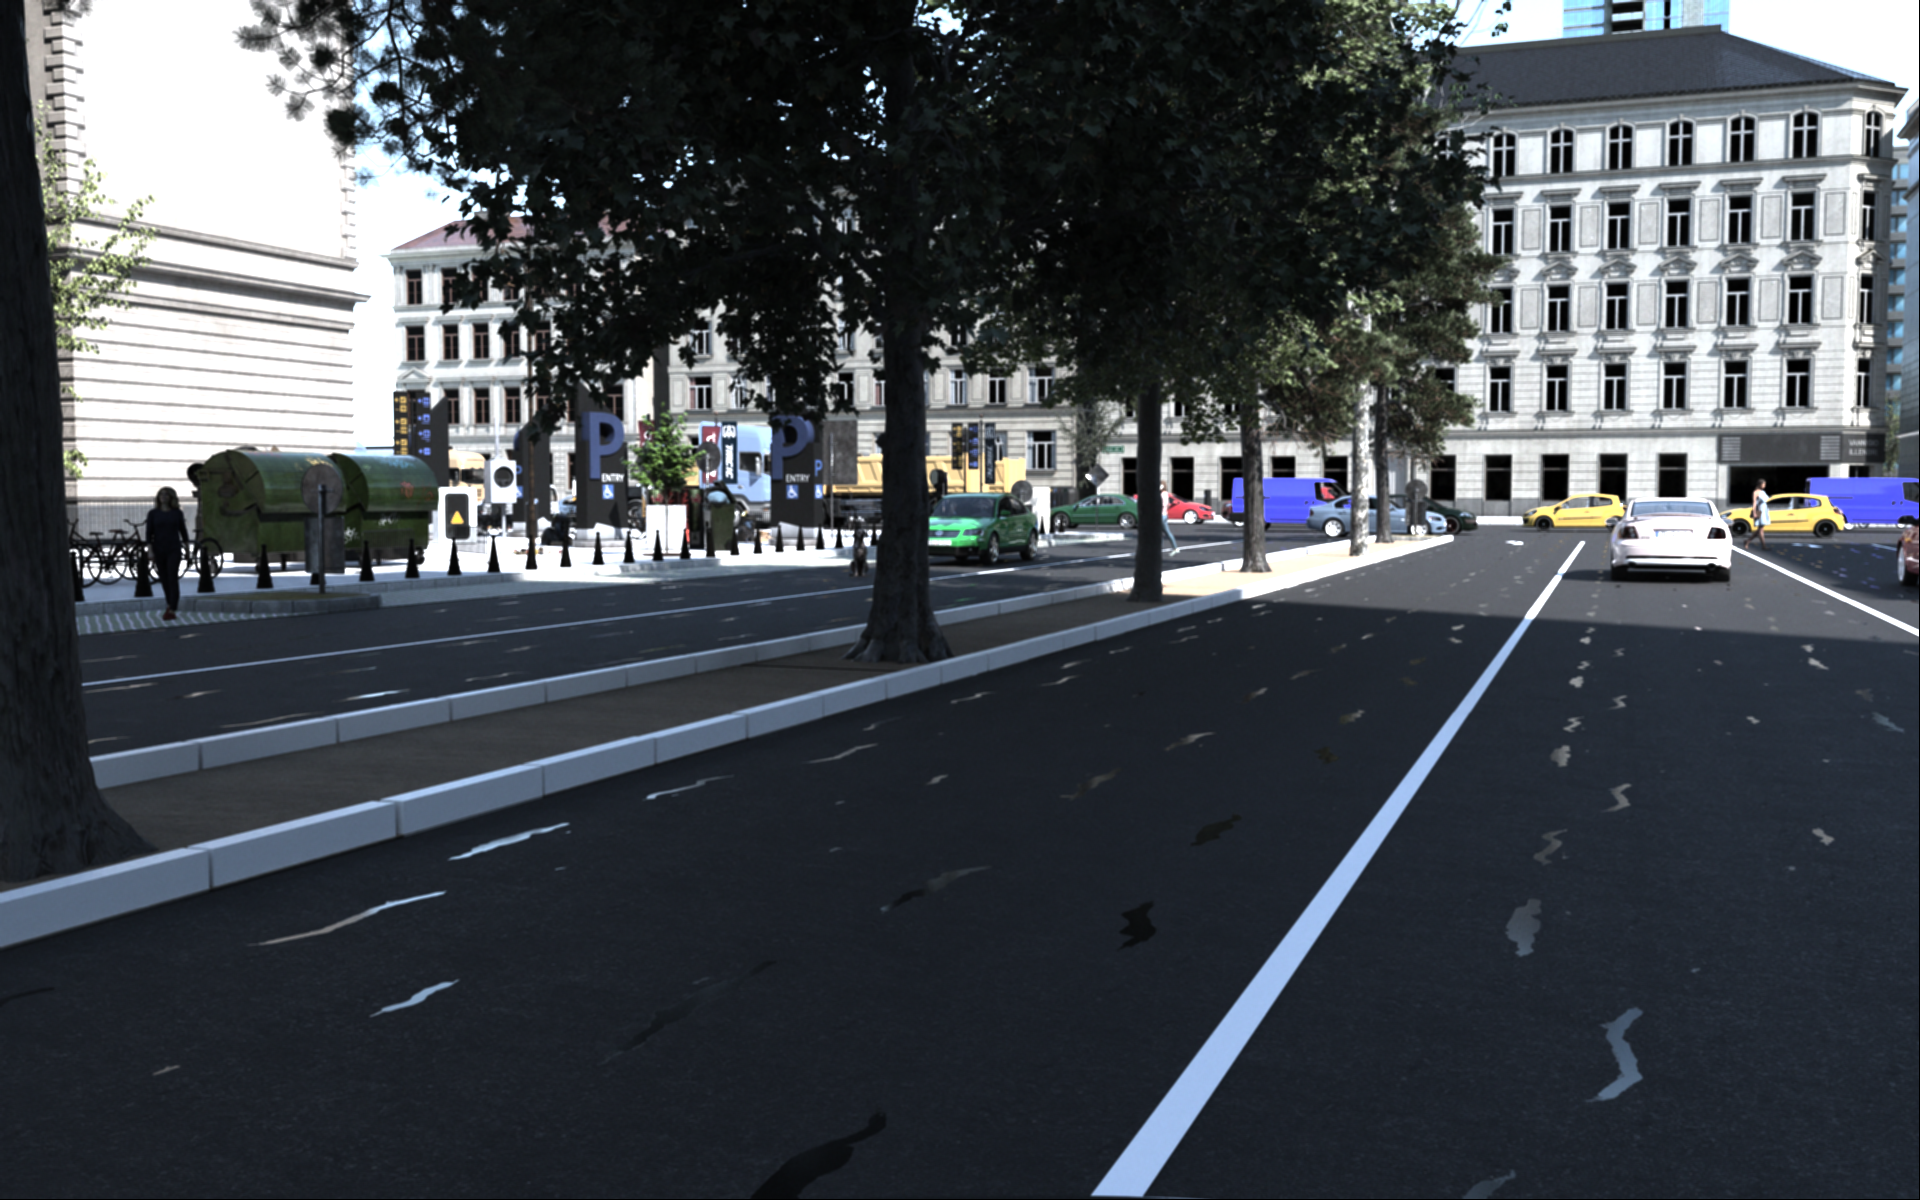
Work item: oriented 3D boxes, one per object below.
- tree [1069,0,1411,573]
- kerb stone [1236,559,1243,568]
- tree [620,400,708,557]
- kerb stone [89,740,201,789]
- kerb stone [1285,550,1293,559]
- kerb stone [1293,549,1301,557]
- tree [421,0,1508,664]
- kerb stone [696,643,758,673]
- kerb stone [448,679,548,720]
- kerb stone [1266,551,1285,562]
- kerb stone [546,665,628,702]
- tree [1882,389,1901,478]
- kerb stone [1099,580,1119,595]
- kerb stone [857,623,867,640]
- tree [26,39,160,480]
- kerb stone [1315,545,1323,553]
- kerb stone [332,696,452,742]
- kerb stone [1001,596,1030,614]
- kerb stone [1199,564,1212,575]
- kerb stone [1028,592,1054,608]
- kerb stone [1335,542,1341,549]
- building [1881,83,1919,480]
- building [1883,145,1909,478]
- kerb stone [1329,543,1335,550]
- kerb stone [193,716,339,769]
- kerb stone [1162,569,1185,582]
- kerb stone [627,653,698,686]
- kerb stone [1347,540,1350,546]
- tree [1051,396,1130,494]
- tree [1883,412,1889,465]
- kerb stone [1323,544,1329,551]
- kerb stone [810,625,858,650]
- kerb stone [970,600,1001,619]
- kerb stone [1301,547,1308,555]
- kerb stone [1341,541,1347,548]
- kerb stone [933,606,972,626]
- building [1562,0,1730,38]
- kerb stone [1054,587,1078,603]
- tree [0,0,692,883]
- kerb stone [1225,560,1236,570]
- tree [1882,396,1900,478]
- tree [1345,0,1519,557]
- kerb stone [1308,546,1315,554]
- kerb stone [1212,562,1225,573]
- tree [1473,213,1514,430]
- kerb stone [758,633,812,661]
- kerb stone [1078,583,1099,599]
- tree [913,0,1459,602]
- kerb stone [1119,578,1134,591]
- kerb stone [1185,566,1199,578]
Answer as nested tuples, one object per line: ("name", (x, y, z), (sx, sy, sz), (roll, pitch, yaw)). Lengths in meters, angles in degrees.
("tree", (5.282, -6.525, 31.200), (6.751, 12.117, 7.091), (0, 3, 0))
("kerb stone", (5.350, -0.693, 33.534), (0.120, 0.150, 1.000), (1, 4, 21))
("tree", (-6.127, -2.531, 35.984), (1.663, 3.219, 1.824), (0, 3, 0))
("kerb stone", (-4.161, 0.839, 8.485), (0.120, 0.150, 1.000), (1, 4, 21))
("kerb stone", (7.170, -0.988, 38.342), (0.120, 0.150, 1.000), (1, 4, 21))
("kerb stone", (7.538, -1.043, 39.301), (0.120, 0.150, 1.000), (1, 4, 21))
("tree", (-0.450, -5.829, 14.771), (9.611, 12.733, 9.660), (0, 3, 0))
("kerb stone", (-1.969, 0.487, 14.268), (0.120, 0.150, 1.000), (1, 4, 21))
("kerb stone", (-3.067, 0.662, 11.376), (0.120, 0.150, 1.000), (1, 4, 21))
("kerb stone", (6.804, -0.929, 37.383), (0.120, 0.150, 1.000), (1, 4, 21))
("kerb stone", (-2.700, 0.603, 12.336), (0.120, 0.150, 1.000), (1, 4, 21))
("tree", (63.087, -10.255, 118.032), (4.360, 8.622, 3.978), (0, 3, 0))
("kerb stone", (2.056, -0.163, 24.865), (0.120, 0.150, 1.000), (1, 4, 21))
("kerb stone", (-0.874, 0.309, 17.157), (0.120, 0.150, 1.000), (1, 4, 21))
("tree", (-15.268, -4.711, 27.389), (4.737, 8.622, 4.395), (0, 3, 0))
("kerb stone", (8.628, -1.222, 42.182), (0.120, 0.150, 1.000), (1, 4, 21))
("kerb stone", (-3.433, 0.721, 10.408), (0.120, 0.150, 1.000), (1, 4, 21))
("kerb stone", (0.597, 0.072, 21.022), (0.120, 0.150, 1.000), (1, 4, 21))
("kerb stone", (4.253, -0.513, 30.650), (0.120, 0.150, 1.000), (1, 4, 21))
("kerb stone", (0.953, 0.013, 21.986), (0.120, 0.150, 1.000), (1, 4, 21))
("kerb stone", (9.723, -1.395, 45.070), (0.120, 0.150, 1.000), (1, 4, 21))
("building", (73.106, -19.023, 87.442), (44.131, 29.872, 17.030), (1, 4, 21))
("building", (128.328, -37.998, 240.875), (30.456, 49.044, 23.786), (1, 4, 21))
("kerb stone", (9.353, -1.340, 44.109), (0.120, 0.150, 1.000), (1, 4, 21))
("kerb stone", (-3.795, 0.780, 9.445), (0.120, 0.150, 1.000), (1, 4, 21))
("kerb stone", (3.513, -0.397, 28.713), (0.120, 0.150, 1.000), (1, 4, 21))
("kerb stone", (-2.336, 0.544, 13.299), (0.120, 0.150, 1.000), (1, 4, 21))
("kerb stone", (10.443, -1.517, 46.993), (0.120, 0.150, 1.000), (1, 4, 21))
("tree", (7.691, -9.102, 99.175), (4.360, 8.622, 3.978), (0, 3, 0))
("tree", (67.435, -13.347, 135.238), (9.611, 12.733, 9.660), (0, 3, 0))
("kerb stone", (8.992, -1.281, 43.148), (0.120, 0.150, 1.000), (1, 4, 21))
("kerb stone", (-1.235, 0.368, 16.196), (0.120, 0.150, 1.000), (1, 4, 21))
("kerb stone", (0.222, 0.131, 20.059), (0.120, 0.150, 1.000), (1, 4, 21))
("kerb stone", (7.892, -1.105, 40.265), (0.120, 0.150, 1.000), (1, 4, 21))
("kerb stone", (10.094, -1.458, 46.027), (0.120, 0.150, 1.000), (1, 4, 21))
("kerb stone", (-0.131, 0.190, 19.092), (0.120, 0.150, 1.000), (1, 4, 21))
("building", (98.946, -57.329, 250.004), (31.000, 86.520, 22.319), (1, 4, 21))
("kerb stone", (1.322, -0.040, 22.946), (0.120, 0.150, 1.000), (1, 4, 21))
("tree", (-3.710, -5.913, 6.566), (7.806, 13.903, 7.818), (0, 3, 0))
("kerb stone", (4.978, -0.635, 32.577), (0.120, 0.150, 1.000), (1, 4, 21))
("tree", (67.587, -10.727, 125.741), (4.737, 8.622, 4.395), (0, 3, 0))
("tree", (8.295, -11.126, 40.254), (12.611, 20.169, 13.585), (0, 3, 0))
("kerb stone", (8.259, -1.164, 41.224), (0.120, 0.150, 1.000), (1, 4, 21))
("kerb stone", (4.621, -0.576, 31.609), (0.120, 0.150, 1.000), (1, 4, 21))
("tree", (12.192, -7.667, 49.876), (6.751, 12.117, 7.091), (0, 3, 0))
("kerb stone", (-1.600, 0.430, 15.234), (0.120, 0.150, 1.000), (1, 4, 21))
("kerb stone", (1.690, -0.103, 23.906), (0.120, 0.150, 1.000), (1, 4, 21))
("tree", (2.541, -6.268, 23.064), (7.486, 12.596, 7.792), (0, 3, 0))
("kerb stone", (2.412, -0.222, 25.831), (0.120, 0.150, 1.000), (1, 4, 21))
("kerb stone", (3.878, -0.458, 29.687), (0.120, 0.150, 1.000), (1, 4, 21))
